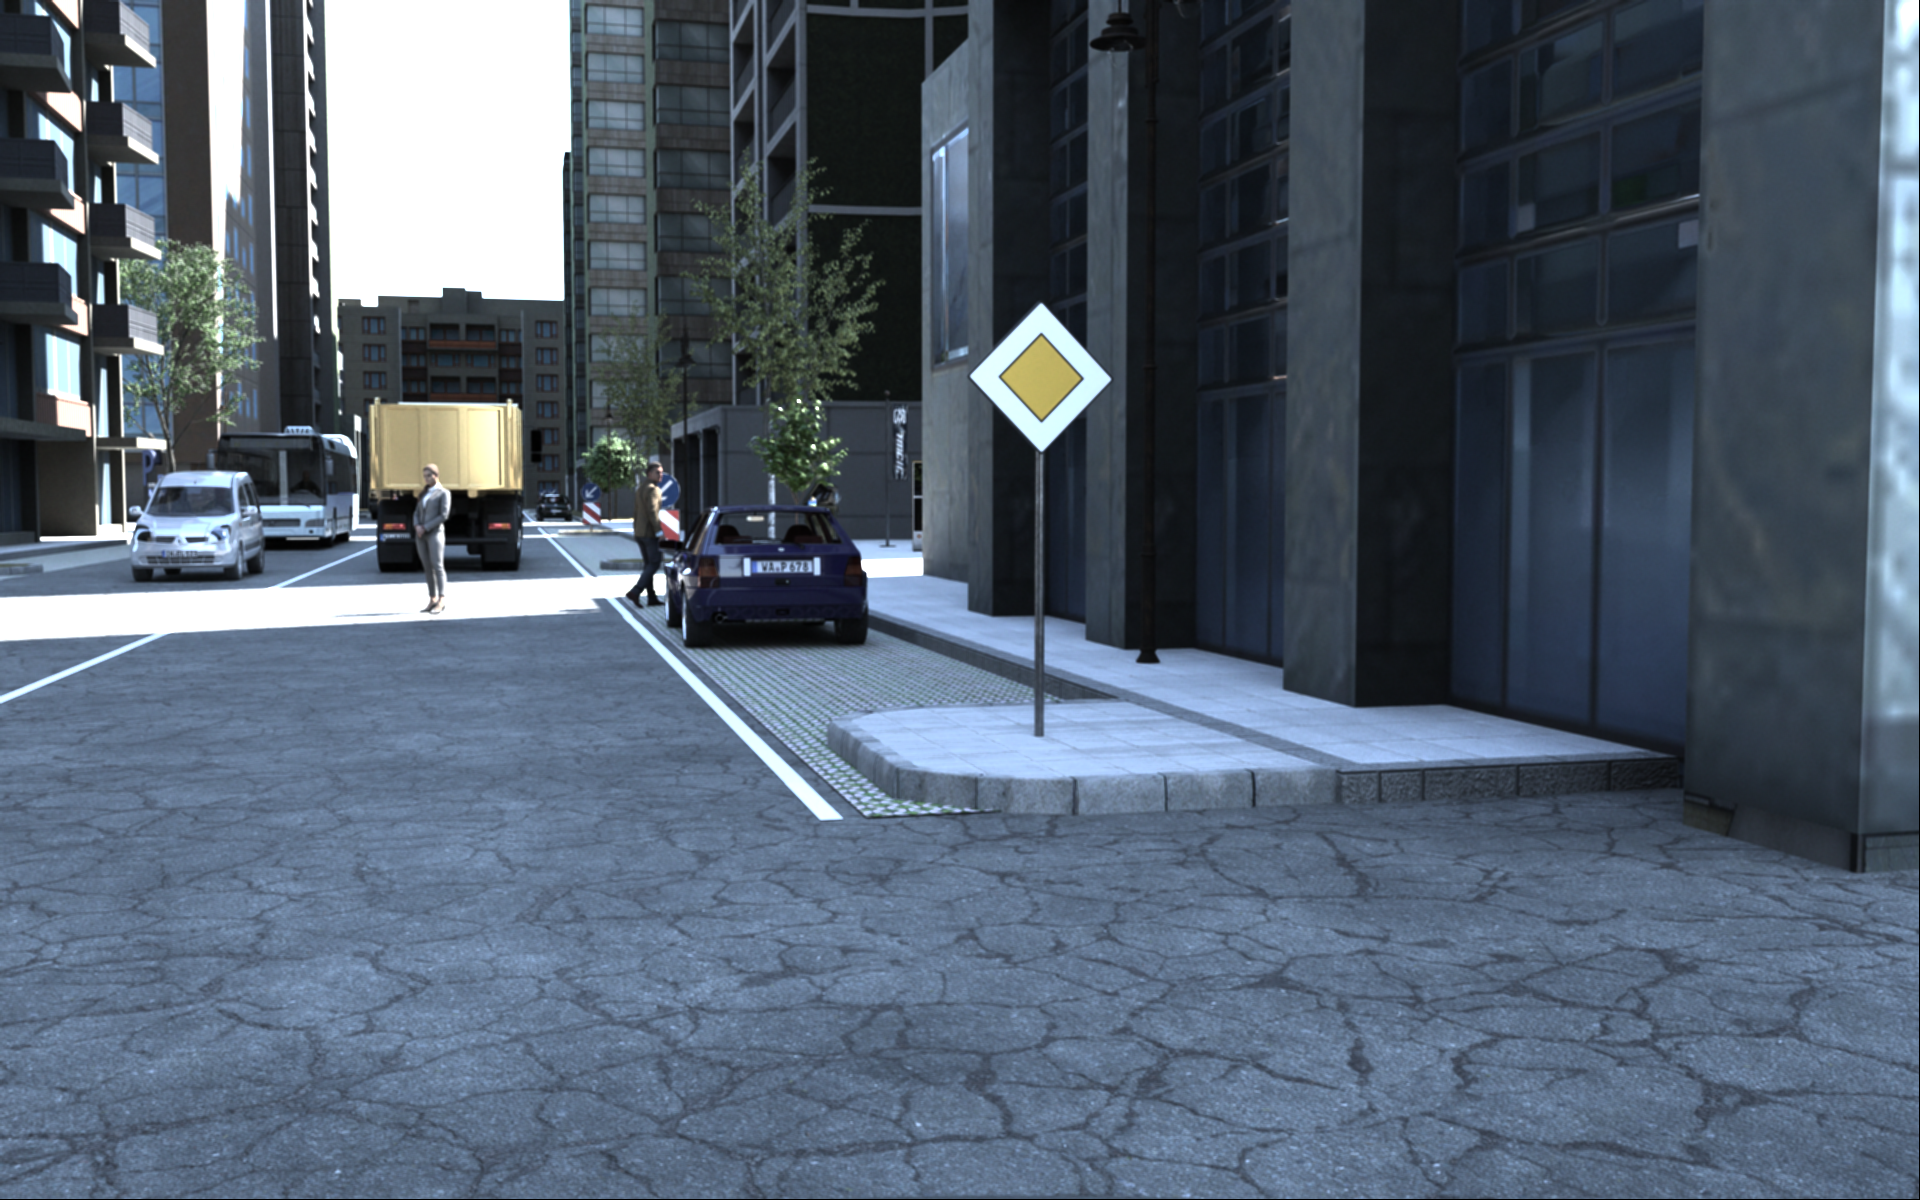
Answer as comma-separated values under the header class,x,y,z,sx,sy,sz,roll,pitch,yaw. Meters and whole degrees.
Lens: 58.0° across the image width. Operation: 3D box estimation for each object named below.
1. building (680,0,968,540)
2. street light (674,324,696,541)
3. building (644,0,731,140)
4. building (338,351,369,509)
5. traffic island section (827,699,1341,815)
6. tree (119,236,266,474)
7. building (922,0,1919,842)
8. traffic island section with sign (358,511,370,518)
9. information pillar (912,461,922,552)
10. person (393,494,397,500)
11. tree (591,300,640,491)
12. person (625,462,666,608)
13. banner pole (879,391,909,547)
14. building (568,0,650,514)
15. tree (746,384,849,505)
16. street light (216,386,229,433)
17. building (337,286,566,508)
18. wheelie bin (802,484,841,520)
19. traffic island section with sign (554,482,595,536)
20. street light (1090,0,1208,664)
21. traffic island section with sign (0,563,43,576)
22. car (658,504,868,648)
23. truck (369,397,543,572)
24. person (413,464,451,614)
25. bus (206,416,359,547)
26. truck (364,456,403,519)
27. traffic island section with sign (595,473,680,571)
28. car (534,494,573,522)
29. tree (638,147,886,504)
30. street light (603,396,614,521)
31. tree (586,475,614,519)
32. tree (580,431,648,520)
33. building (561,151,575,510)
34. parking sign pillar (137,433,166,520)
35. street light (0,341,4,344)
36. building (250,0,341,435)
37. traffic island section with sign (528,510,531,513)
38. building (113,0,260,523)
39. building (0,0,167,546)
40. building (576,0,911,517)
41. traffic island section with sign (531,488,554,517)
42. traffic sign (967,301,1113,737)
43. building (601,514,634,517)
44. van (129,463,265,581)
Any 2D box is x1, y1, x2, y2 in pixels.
class,x,y,z,sx,sy,sz,roll,pitch,yaw
building,2.174,-37.566,52.452,20.563,71.187,20.611,-1,4,-15
street light,-7.500,-4.559,47.331,0.468,5.910,1.993,-1,4,-15
building,-7.082,-18.700,77.439,14.160,30.474,14.107,-1,4,-15
building,-64.370,-50.331,135.591,31.000,86.520,22.319,-1,4,-15
traffic island section,0.437,0.801,9.192,2.009,0.180,2.903,-1,4,-15
tree,-30.503,-8.610,66.525,9.928,11.665,9.643,0,3,0
building,15.548,-43.176,18.594,31.000,86.520,22.319,-1,4,-15
traffic island section with sign,-36.929,-5.871,104.617,1.989,1.847,2.006,-1,4,-15
information pillar,-0.892,-2.092,38.703,0.304,2.012,0.304,0,4,7
person,-26.391,-4.261,81.407,0.421,1.427,0.697,3,4,38
tree,-12.247,-7.117,66.726,4.737,8.622,4.395,0,3,0
person,-3.917,-0.820,21.820,0.656,1.842,0.836,2,4,26
banner pole,-1.585,-3.189,42.156,0.863,3.779,0.401,-3,5,-40
building,-23.476,-27.689,136.308,14.154,41.232,14.086,-1,4,-15
tree,-2.761,-2.205,30.651,1.663,3.219,1.824,0,3,0
street light,-31.465,-6.205,74.236,0.468,5.910,1.993,-1,4,-15
building,-49.796,-20.147,174.446,28.899,21.520,27.650,-1,4,-15
wheelie bin,-2.644,-1.543,33.140,0.693,1.594,0.980,0,4,1
traffic island section with sign,-12.894,-3.136,59.901,1.989,1.847,2.006,-1,4,-15
street light,1.432,-2.460,13.015,0.468,5.910,1.993,-1,4,-15
traffic island section with sign,-17.509,-1.352,30.735,1.989,1.847,2.006,-1,4,-15
car,-2.043,-0.305,17.560,1.945,1.354,3.894,-1,4,-13
truck,-10.362,-2.432,35.688,3.469,3.379,9.791,-1,4,-14
person,-6.413,-0.740,20.870,0.520,1.790,0.573,1,4,12
bus,-18.836,-3.312,49.018,2.948,3.499,13.247,-1,4,-15
truck,-32.879,-6.872,101.270,2.839,4.237,11.283,-1,4,-13
traffic island section with sign,-5.877,-1.503,33.203,1.989,1.847,2.006,-1,4,-15
car,-21.322,-4.965,90.958,2.009,1.686,4.222,-1,4,-16
tree,-3.880,-5.341,37.685,4.737,8.622,4.395,0,3,0
street light,-16.529,-6.653,81.559,0.468,5.910,1.993,-1,4,-15
tree,-18.535,-5.859,90.404,1.663,3.219,1.824,0,3,0
tree,-17.331,-6.338,87.333,4.285,4.588,4.351,0,3,0
building,-27.246,-23.150,150.195,14.160,30.474,14.107,-1,4,-15
parking sign pillar,-35.096,-5.321,75.469,1.447,3.967,1.447,3,5,41
street light,-22.439,-4.106,39.918,0.468,5.910,1.993,-1,4,-15
building,-51.108,-26.663,119.538,14.154,41.232,14.086,-1,4,-15
traffic island section with sign,-32.431,-7.679,134.180,1.989,1.847,2.006,-1,4,-15
building,-42.090,-26.441,82.422,14.600,45.320,14.200,-1,4,-15
building,-34.256,-23.840,44.406,22.147,44.769,28.867,-1,4,-15
building,-15.933,-41.635,118.990,20.563,71.187,20.611,-1,4,-15
traffic island section with sign,-25.522,-6.073,107.922,1.989,1.847,2.006,-1,4,-15
traffic sign,0.416,-0.334,9.109,0.795,2.450,0.064,-1,4,-15
building,-15.152,-25.603,102.206,14.154,41.232,14.086,-1,4,-15
van,-13.103,-1.398,29.872,2.013,2.044,4.112,-1,4,-15
